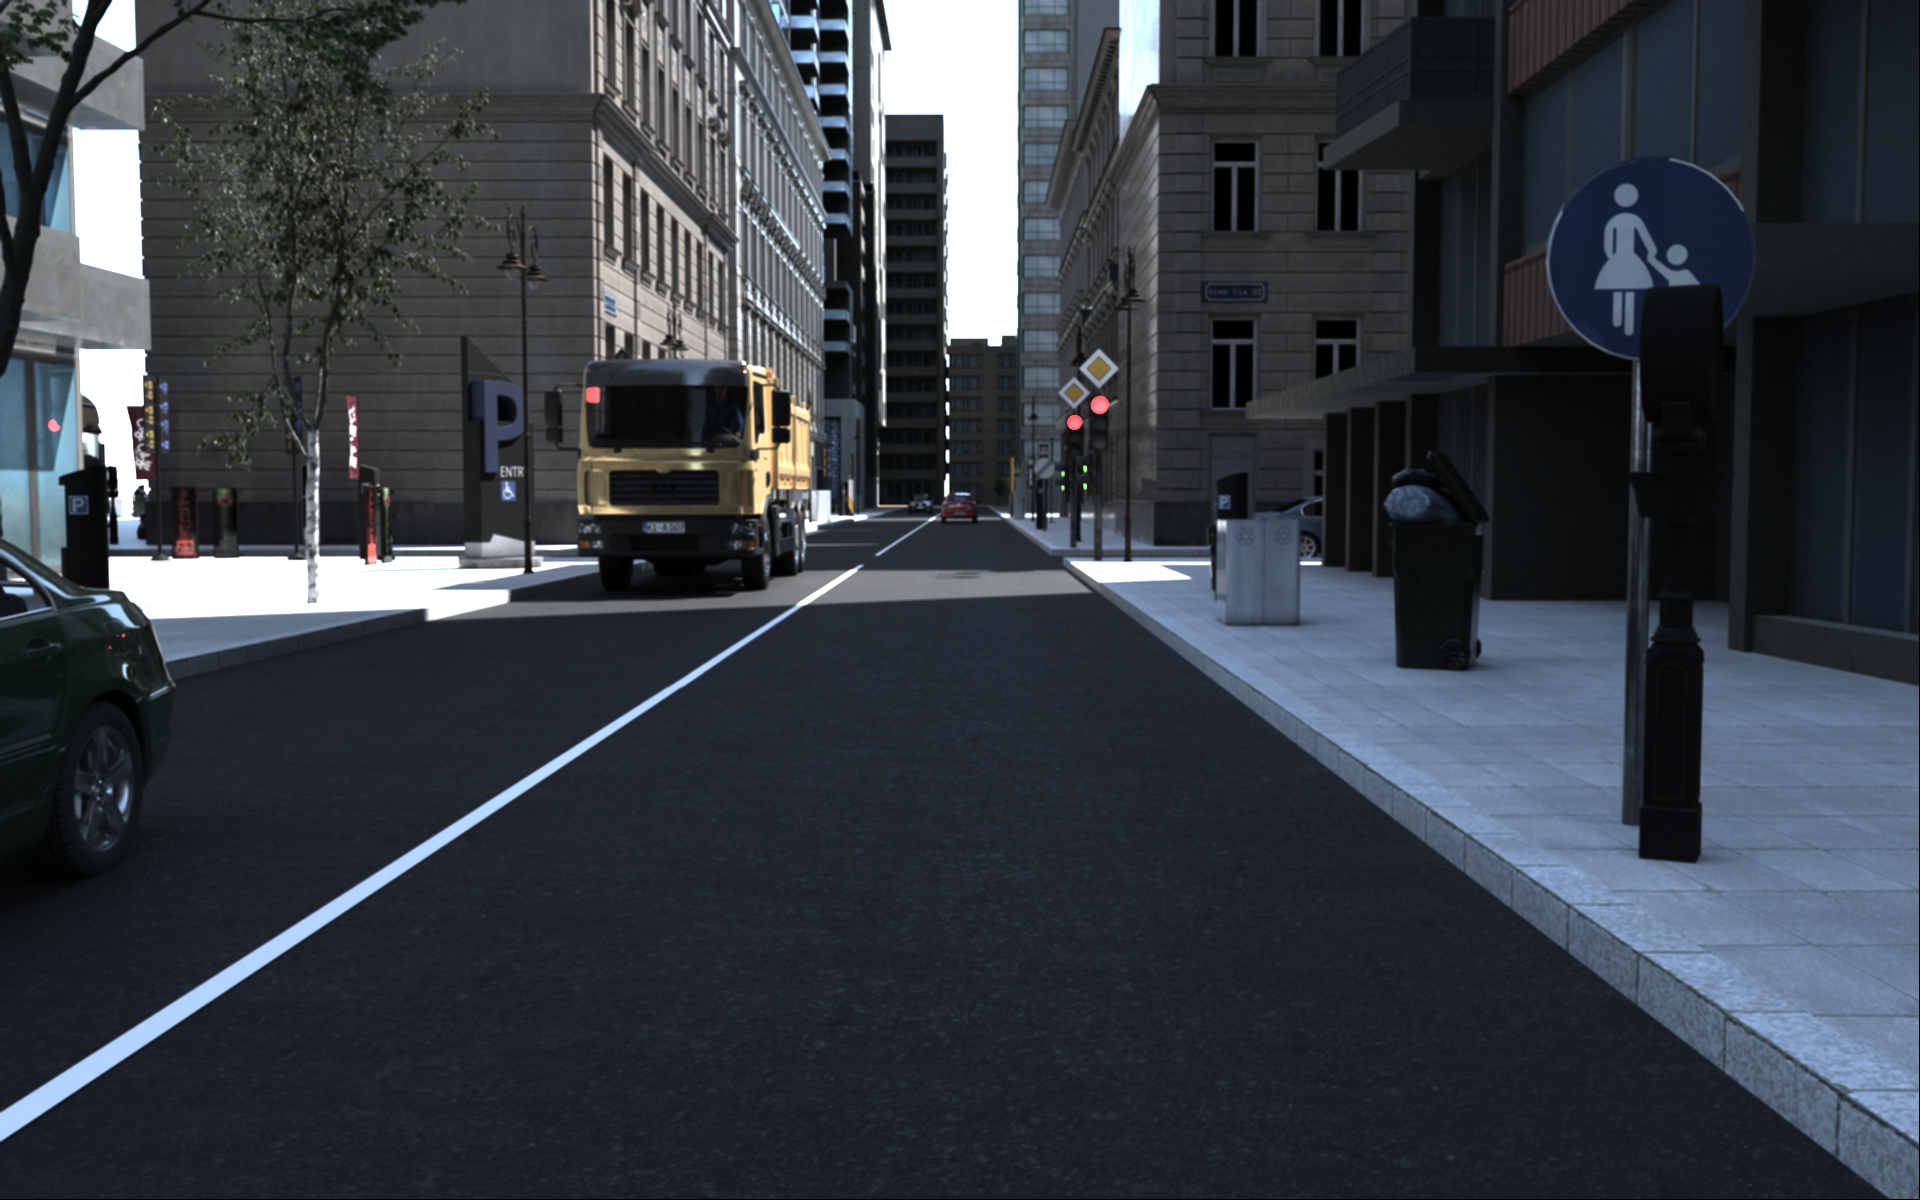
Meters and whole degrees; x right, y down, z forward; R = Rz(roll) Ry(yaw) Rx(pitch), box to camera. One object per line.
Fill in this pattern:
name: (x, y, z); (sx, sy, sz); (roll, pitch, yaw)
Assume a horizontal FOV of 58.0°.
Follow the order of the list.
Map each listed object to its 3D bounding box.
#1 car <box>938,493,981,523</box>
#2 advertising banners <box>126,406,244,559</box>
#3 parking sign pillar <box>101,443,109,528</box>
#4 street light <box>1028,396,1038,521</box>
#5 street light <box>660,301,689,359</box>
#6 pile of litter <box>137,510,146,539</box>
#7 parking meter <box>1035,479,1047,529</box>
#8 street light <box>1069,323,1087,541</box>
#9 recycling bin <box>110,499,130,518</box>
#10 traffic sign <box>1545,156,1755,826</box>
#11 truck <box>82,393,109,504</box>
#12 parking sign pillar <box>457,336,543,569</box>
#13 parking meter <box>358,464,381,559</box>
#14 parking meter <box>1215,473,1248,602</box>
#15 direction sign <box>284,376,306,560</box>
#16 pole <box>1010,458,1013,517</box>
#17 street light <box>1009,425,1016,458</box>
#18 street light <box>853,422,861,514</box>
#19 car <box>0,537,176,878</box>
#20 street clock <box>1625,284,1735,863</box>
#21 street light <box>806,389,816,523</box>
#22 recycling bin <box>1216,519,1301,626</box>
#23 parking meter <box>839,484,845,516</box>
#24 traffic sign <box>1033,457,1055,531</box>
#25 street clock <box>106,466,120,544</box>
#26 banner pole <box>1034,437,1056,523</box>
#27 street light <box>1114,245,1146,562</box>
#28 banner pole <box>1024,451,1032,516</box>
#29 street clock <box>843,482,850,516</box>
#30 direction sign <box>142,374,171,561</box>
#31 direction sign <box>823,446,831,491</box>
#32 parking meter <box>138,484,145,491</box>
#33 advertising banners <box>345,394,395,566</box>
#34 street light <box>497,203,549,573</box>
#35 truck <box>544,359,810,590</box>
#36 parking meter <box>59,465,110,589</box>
car: (-0.038, -4.709, 86.040); (2.155, 1.783, 4.494); (0, 4, 0)
advertising banners: (-15.329, -2.329, 34.266); (2.074, 3.025, 0.090); (-1, 4, -16)
parking sign pillar: (-33.104, -4.754, 66.200); (1.447, 3.967, 1.447); (3, 5, 45)
street light: (3.442, -6.651, 81.532); (0.468, 5.910, 1.993); (0, 4, 0)
street light: (-6.851, -4.215, 41.703); (0.468, 5.910, 1.993); (0, 4, 0)
pile of litter: (-23.028, -2.186, 49.707); (1.176, 0.858, 1.719); (0, 4, -3)
parking meter: (2.962, -3.516, 63.199); (0.399, 1.863, 0.255); (1, 4, 15)
street light: (3.216, -4.531, 46.862); (0.468, 5.910, 1.993); (0, 4, 0)
recycling bin: (-45.026, -4.910, 92.825); (0.722, 1.027, 0.722); (0, 4, 7)
traffic sign: (2.618, -0.401, 6.659); (0.768, 2.556, 0.104); (0, 4, 5)
truck: (-24.211, -3.010, 38.123); (11.283, 4.237, 2.839); (0, 3, 0)
parking sign pillar: (-8.010, -2.545, 30.091); (1.447, 3.967, 1.447); (2, 4, 30)
parking meter: (-11.649, -1.743, 34.211); (0.399, 1.863, 0.255); (0, 4, 6)
parking meter: (3.230, -0.746, 20.611); (0.372, 1.533, 0.369); (0, 3, 0)
direction sign: (-12.938, -2.550, 33.686); (0.379, 3.537, 0.876); (-3, 5, -40)
pole: (2.889, -6.294, 96.744); (0.158, 3.312, 0.155); (0, 3, 0)
street light: (3.534, -8.772, 116.203); (0.468, 5.910, 1.993); (0, 4, 0)
street light: (-6.571, -8.470, 111.280); (0.468, 5.910, 1.993); (0, 4, 0)
car: (-4.101, 0.406, 5.165); (2.131, 1.459, 4.920); (0, 4, -1)
street clock: (2.516, -0.092, 6.076); (0.358, 2.002, 0.471); (2, 4, 28)
street light: (-6.631, -6.339, 76.426); (0.468, 5.910, 1.993); (0, 4, 0)
recycling bin: (2.953, -0.283, 17.187); (0.722, 1.027, 0.722); (0, 4, 0)
parking meter: (-6.804, -5.750, 99.724); (0.255, 1.863, 0.399); (1, 4, 20)
traffic sign: (2.920, -3.657, 59.900); (0.768, 2.556, 0.104); (0, 4, 4)
street clock: (-21.749, -2.440, 44.462); (0.358, 2.002, 0.471); (-2, 4, -32)
banner pole: (3.839, -5.292, 76.537); (0.863, 3.779, 0.401); (2, 4, 28)
street light: (3.163, -3.649, 32.446); (0.468, 5.910, 1.993); (0, 4, 0)
banner pole: (4.020, -6.812, 101.387); (0.863, 3.779, 0.401); (1, 4, 19)
street clock: (-6.508, -5.852, 100.247); (0.471, 2.002, 0.358); (-2, 4, -34)
direction sign: (-15.385, -2.521, 33.210); (0.379, 3.537, 0.876); (0, 4, 4)
direction sign: (-6.350, -5.537, 82.525); (0.379, 3.537, 0.876); (1, 4, 20)
parking meter: (-47.174, -5.754, 99.791); (0.399, 1.863, 0.255); (-1, 4, -21)
advertising banners: (-10.665, -2.148, 31.311); (0.090, 3.025, 2.074); (0, 4, 3)
street light: (-6.999, -3.371, 27.901); (0.468, 5.910, 1.993); (0, 4, 0)
truck: (-4.113, -1.966, 28.075); (3.469, 3.379, 9.791); (0, 3, 0)
parking meter: (-7.596, -0.405, 15.038); (0.372, 1.533, 0.369); (0, 3, 0)
